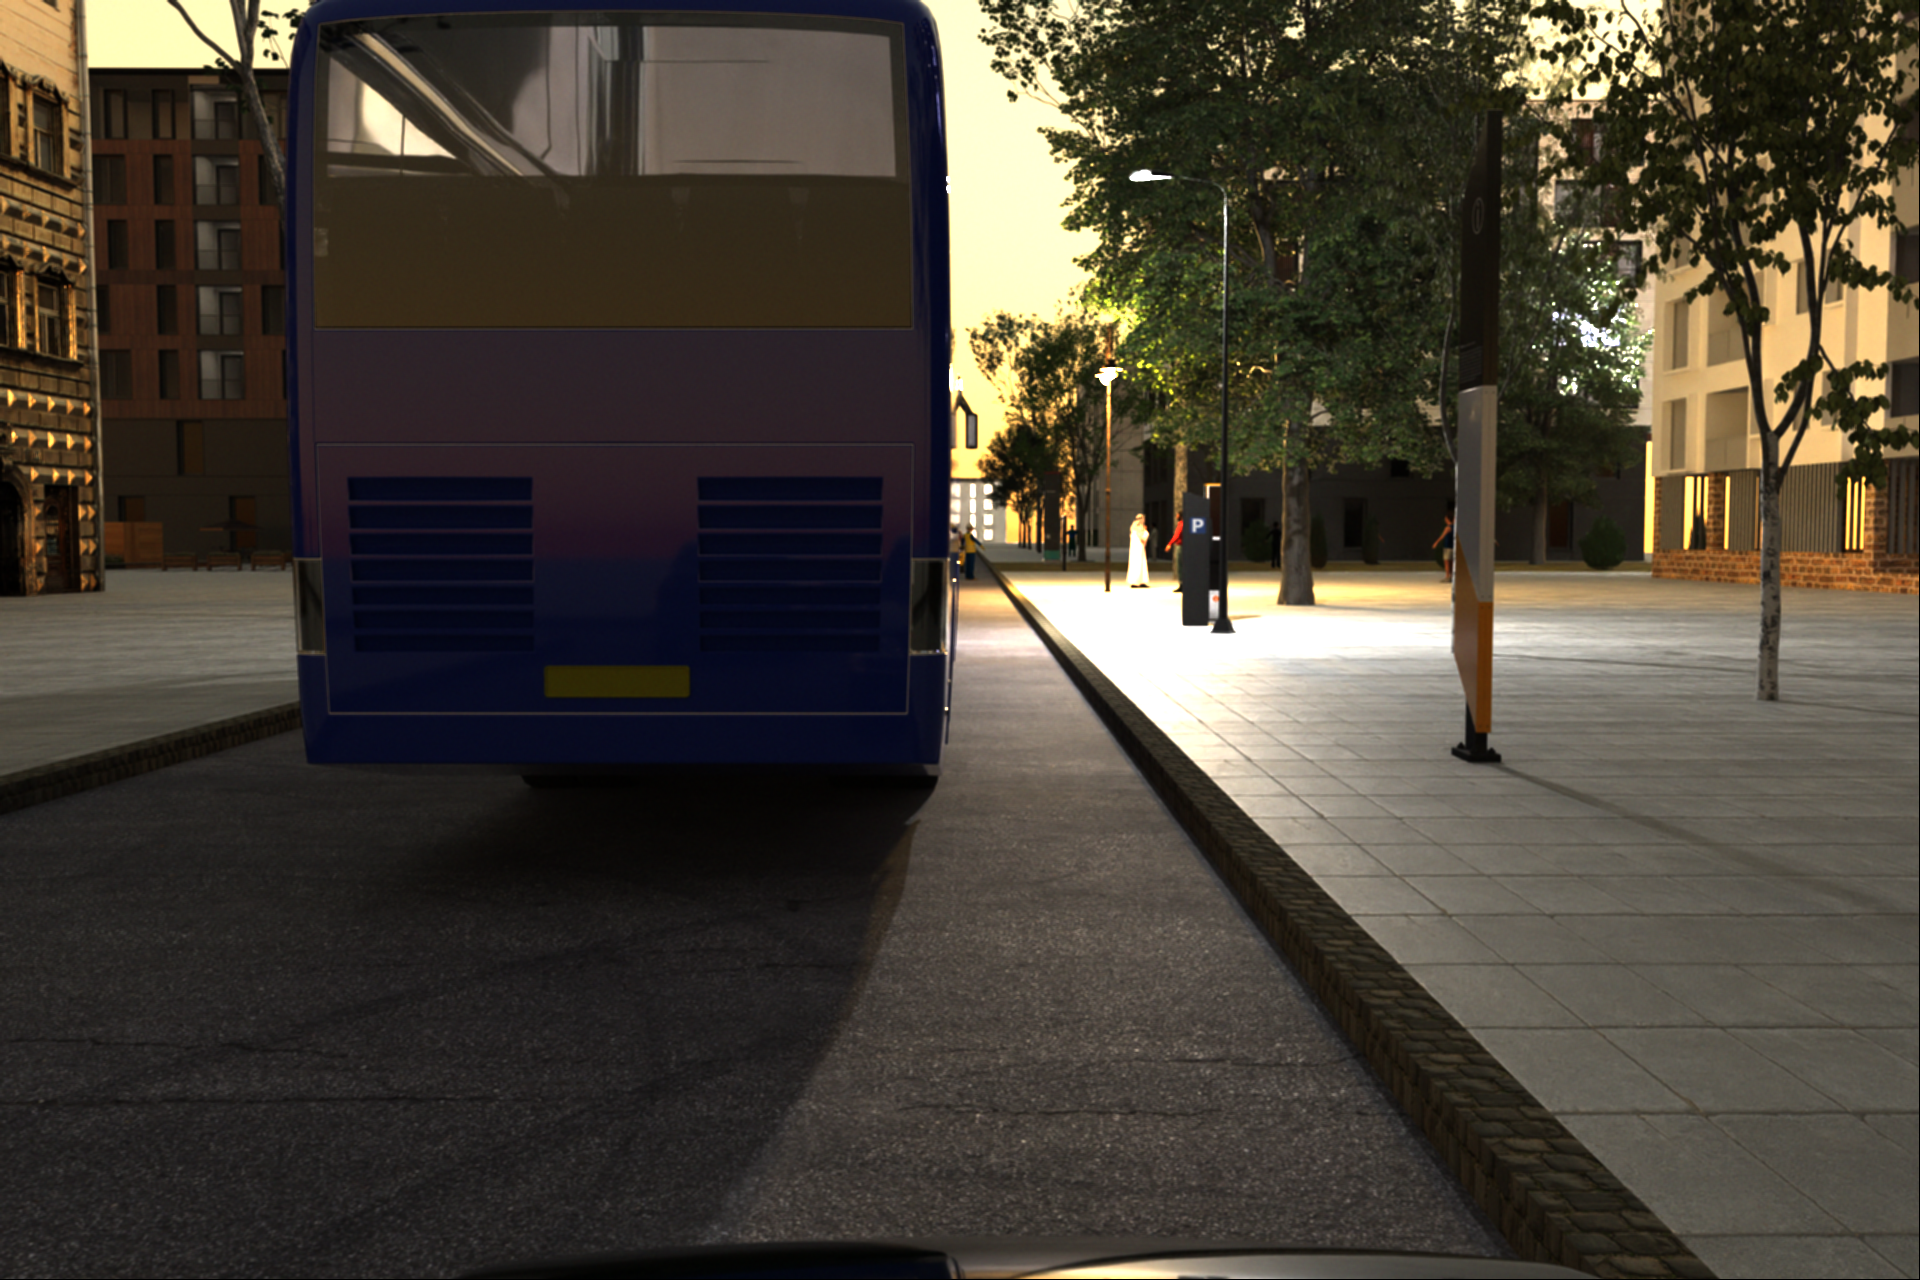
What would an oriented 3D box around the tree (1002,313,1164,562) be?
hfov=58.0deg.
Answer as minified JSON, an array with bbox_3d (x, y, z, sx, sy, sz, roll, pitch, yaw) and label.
[{"bbox_3d":[5.771,-9.461,80.449,9.928,11.665,9.643,0,3,0],"label":"tree"}]

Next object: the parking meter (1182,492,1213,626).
[{"bbox_3d":[3.303,-1.126,24.126,0.399,1.863,0.255,0,4,0],"label":"parking meter"}]

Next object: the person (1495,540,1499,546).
[{"bbox_3d":[16.052,-2.907,53.688,1.344,1.810,0.704,-1,4,-12],"label":"person"}]

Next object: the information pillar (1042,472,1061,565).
[{"bbox_3d":[3.833,-5.069,72.256,0.750,3.857,0.750,0,4,-1],"label":"information pillar"}]

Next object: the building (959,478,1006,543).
[{"bbox_3d":[-7.081,-18.950,254.435,28.070,9.664,9.099,0,4,0],"label":"building"}]

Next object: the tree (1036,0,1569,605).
[{"bbox_3d":[6.160,-7.602,30.946,9.857,13.997,8.962,0,3,0],"label":"tree"}]

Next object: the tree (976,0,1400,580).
[{"bbox_3d":[7.566,-11.698,47.160,12.611,20.169,13.585,0,3,0],"label":"tree"}]

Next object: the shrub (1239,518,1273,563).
[{"bbox_3d":[13.375,-4.473,77.551,1.690,2.028,1.600,0,3,0],"label":"shrub"}]

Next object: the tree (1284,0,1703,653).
[{"bbox_3d":[5.147,-4.166,18.476,4.360,8.622,3.978,0,3,0],"label":"tree"}]

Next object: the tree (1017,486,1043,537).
[{"bbox_3d":[10.001,-18.304,249.627,4.737,8.622,4.395,0,3,0],"label":"tree"}]

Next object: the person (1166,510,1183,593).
[{"bbox_3d":[4.830,-1.941,37.842,0.704,1.816,1.345,2,4,27],"label":"person"}]

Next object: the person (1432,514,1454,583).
[{"bbox_3d":[12.930,-2.428,45.872,0.704,1.807,1.345,3,5,43],"label":"person"}]

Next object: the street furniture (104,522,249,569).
[{"bbox_3d":[-34.086,-3.630,66.210,9.812,1.723,11.010,1,4,19],"label":"street furniture"}]

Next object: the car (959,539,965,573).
[{"bbox_3d":[-0.654,-3.385,65.575,2.015,1.641,3.980,0,4,0],"label":"car"}]

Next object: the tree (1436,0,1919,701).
[{"bbox_3d":[6.038,-3.833,13.035,4.737,8.622,4.395,0,3,0],"label":"tree"}]

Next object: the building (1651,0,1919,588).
[{"bbox_3d":[25.149,-11.725,48.120,16.016,20.090,11.380,0,4,0],"label":"building"}]

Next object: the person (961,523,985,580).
[{"bbox_3d":[0.378,-2.746,53.826,0.721,1.772,1.216,-2,4,-35],"label":"person"}]

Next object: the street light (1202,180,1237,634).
[{"bbox_3d":[3.942,-3.038,22.212,1.470,5.913,1.316,0,4,0],"label":"street light"}]

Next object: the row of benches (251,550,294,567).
[{"bbox_3d":[-26.606,-3.309,69.557,1.422,0.672,4.104,2,4,34],"label":"row of benches"}]

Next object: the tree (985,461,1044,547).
[{"bbox_3d":[6.017,-14.155,165.843,7.601,10.594,8.767,-3,5,-41],"label":"tree"}]

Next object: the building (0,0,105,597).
[{"bbox_3d":[-28.389,-12.112,28.962,19.493,23.208,18.063,0,4,0],"label":"building"}]

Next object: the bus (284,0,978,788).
[{"bbox_3d":[-1.276,-1.287,12.597,2.896,3.916,12.251,0,4,0],"label":"bus"}]

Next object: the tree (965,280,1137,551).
[{"bbox_3d":[7.042,-16.701,128.949,12.611,20.169,13.585,0,3,0],"label":"tree"}]

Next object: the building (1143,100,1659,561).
[{"bbox_3d":[24.125,-15.547,98.172,27.936,21.610,32.646,0,4,0],"label":"building"}]

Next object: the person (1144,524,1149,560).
[{"bbox_3d":[9.239,-4.901,86.404,0.705,1.796,1.348,1,4,8],"label":"person"}]

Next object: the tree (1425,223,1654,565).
[{"bbox_3d":[24.344,-10.144,72.502,9.857,13.997,8.962,0,3,0],"label":"tree"}]

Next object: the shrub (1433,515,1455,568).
[{"bbox_3d":[17.474,-3.461,61.001,1.690,2.028,1.600,0,3,0],"label":"shrub"}]

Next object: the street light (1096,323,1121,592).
[{"bbox_3d":[3.257,-3.990,38.021,0.468,5.910,1.993,0,4,0],"label":"street light"}]

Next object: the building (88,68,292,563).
[{"bbox_3d":[-29.135,-15.213,92.705,27.936,21.610,32.646,0,4,-1],"label":"building"}]

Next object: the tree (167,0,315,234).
[{"bbox_3d":[-10.933,-10.338,24.918,12.611,20.169,13.585,0,3,0],"label":"tree"}]

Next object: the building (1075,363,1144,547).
[{"bbox_3d":[22.058,-19.645,187.648,16.747,18.905,31.486,0,4,0],"label":"building"}]

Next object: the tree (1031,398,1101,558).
[{"bbox_3d":[5.325,-8.785,94.000,4.360,8.622,3.978,0,3,0],"label":"tree"}]

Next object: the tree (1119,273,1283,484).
[{"bbox_3d":[10.001,-8.708,68.132,9.928,11.665,9.643,0,3,0],"label":"tree"}]

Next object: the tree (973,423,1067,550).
[{"bbox_3d":[5.554,-12.730,142.550,8.767,10.594,7.601,-3,5,-40],"label":"tree"}]

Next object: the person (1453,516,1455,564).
[{"bbox_3d":[13.950,-2.602,48.719,0.705,1.807,1.348,2,4,32],"label":"person"}]

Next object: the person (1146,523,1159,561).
[{"bbox_3d":[9.080,-4.597,81.351,0.705,1.806,1.347,2,4,28],"label":"person"}]

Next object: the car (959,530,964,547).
[{"bbox_3d":[-0.645,-8.349,145.178,2.281,1.827,5.304,0,4,0],"label":"car"}]

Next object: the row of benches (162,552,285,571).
[{"bbox_3d":[-25.655,-2.762,60.619,4.104,0.672,1.422,-1,4,-16],"label":"row of benches"}]

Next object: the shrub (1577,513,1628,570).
[{"bbox_3d":[22.882,-3.501,61.656,1.690,2.028,1.600,0,3,0],"label":"shrub"}]

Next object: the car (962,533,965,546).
[{"bbox_3d":[-0.007,-9.493,164.807,1.945,1.707,3.694,0,4,-1],"label":"car"}]

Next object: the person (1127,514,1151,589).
[{"bbox_3d":[4.229,-2.081,40.736,0.621,1.740,0.551,0,4,-7],"label":"person"}]

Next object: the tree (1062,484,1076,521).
[{"bbox_3d":[18.715,-19.705,256.582,7.601,10.594,8.767,0,4,-5],"label":"tree"}]

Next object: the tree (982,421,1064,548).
[{"bbox_3d":[5.711,-14.010,154.812,9.928,11.665,9.643,0,3,0],"label":"tree"}]

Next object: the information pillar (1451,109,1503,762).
[{"bbox_3d":[2.949,-1.133,9.872,0.183,3.616,0.504,0,3,0],"label":"information pillar"}]

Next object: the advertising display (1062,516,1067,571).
[{"bbox_3d":[3.652,-3.390,60.643,0.123,1.923,0.974,0,4,0],"label":"advertising display"}]

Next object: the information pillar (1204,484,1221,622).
[{"bbox_3d":[3.746,-1.281,25.440,0.304,2.012,0.304,0,4,0],"label":"information pillar"}]

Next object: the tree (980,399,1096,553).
[{"bbox_3d":[5.348,-11.206,117.626,8.767,10.594,7.601,1,4,10],"label":"tree"}]

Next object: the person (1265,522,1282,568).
[{"bbox_3d":[12.006,-3.593,65.463,0.721,1.740,1.216,-3,5,-42],"label":"person"}]

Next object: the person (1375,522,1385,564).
[{"bbox_3d":[17.777,-4.147,73.952,0.704,1.843,1.345,0,4,-7],"label":"person"}]

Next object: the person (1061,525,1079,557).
[{"bbox_3d":[6.357,-5.626,98.104,1.347,1.817,0.704,1,4,8],"label":"person"}]
